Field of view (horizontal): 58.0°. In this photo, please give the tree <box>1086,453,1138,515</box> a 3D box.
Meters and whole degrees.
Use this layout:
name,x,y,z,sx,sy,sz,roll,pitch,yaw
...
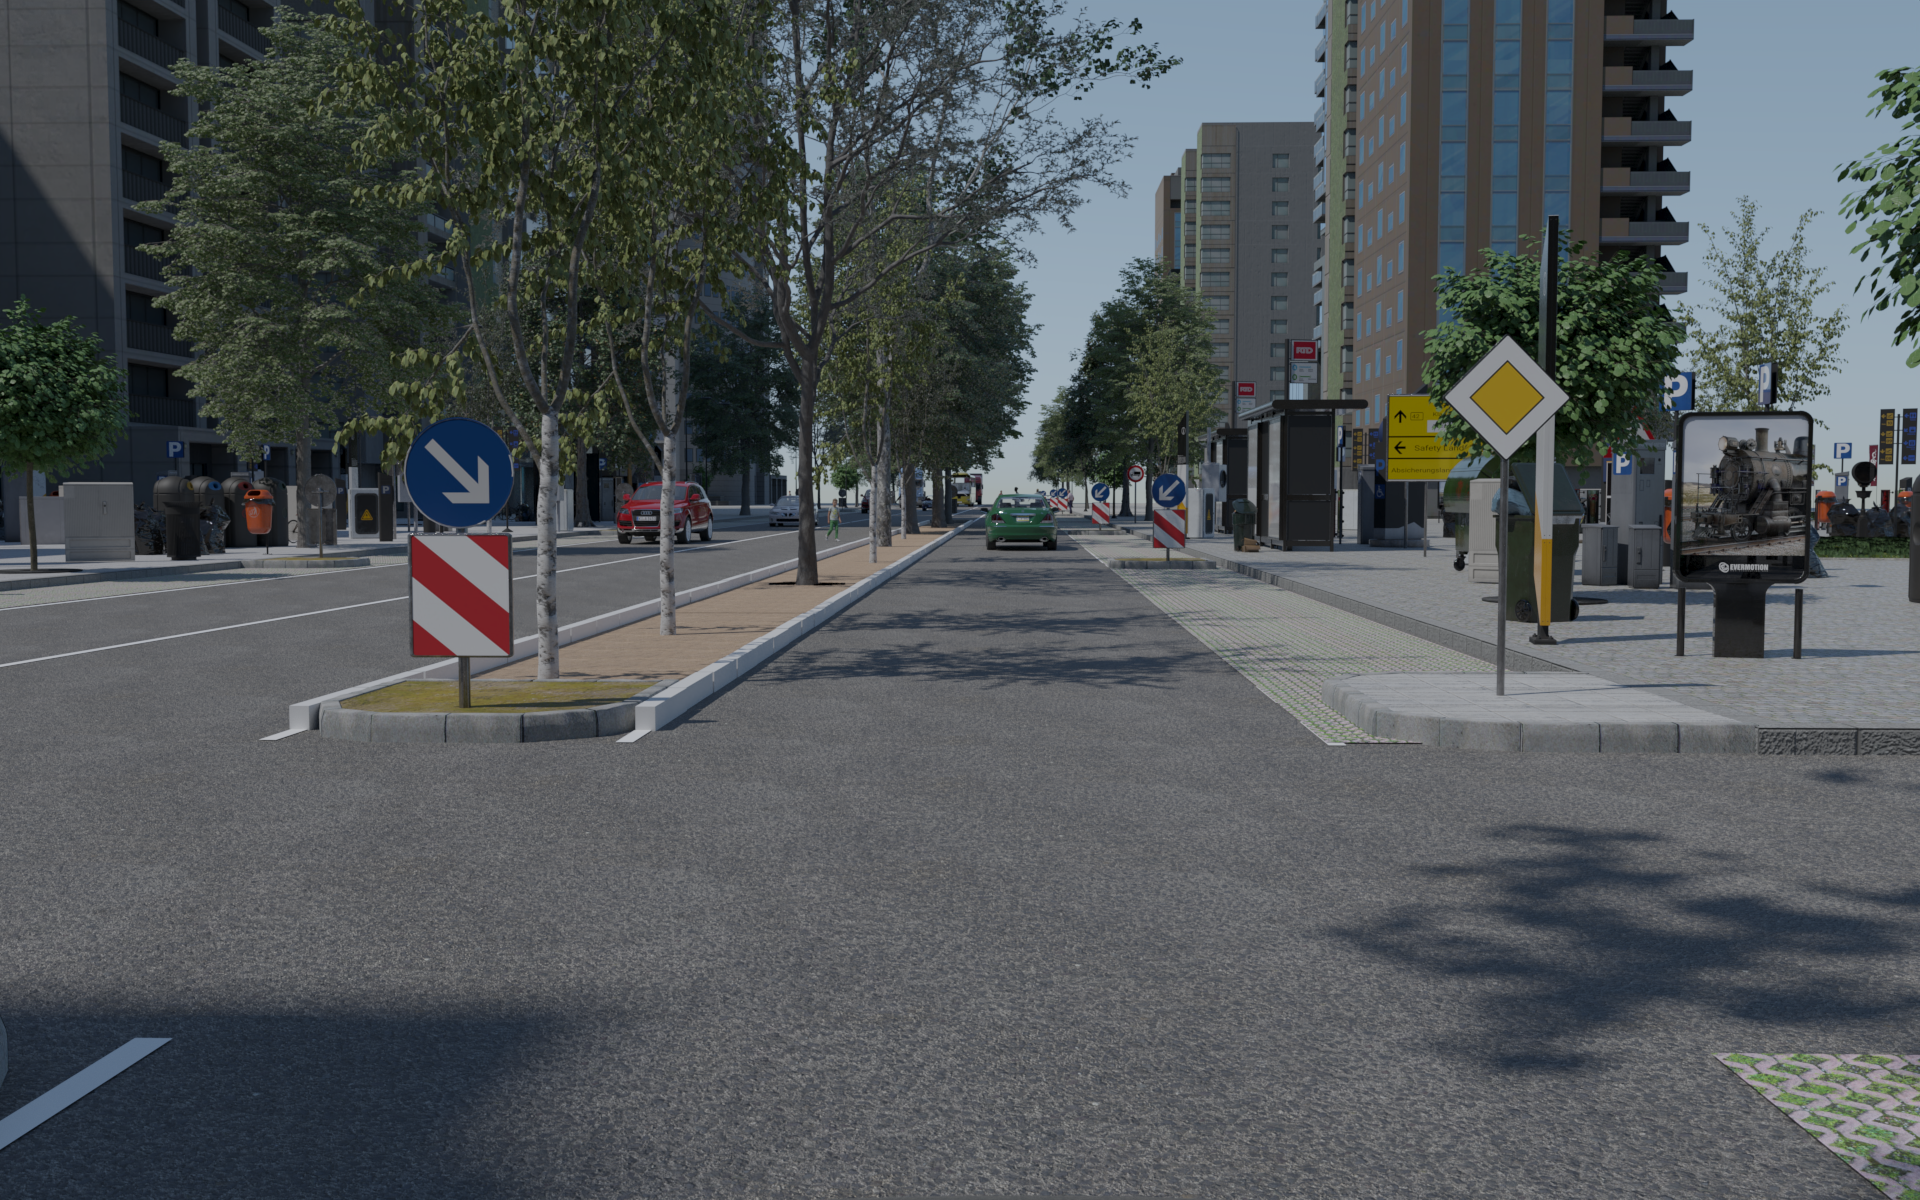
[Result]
name,x,y,z,sx,sy,sz,roll,pitch,yaw
tree,9.684,-7.632,108.502,4.285,4.588,4.351,0,3,0

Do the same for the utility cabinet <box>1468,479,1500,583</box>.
name,x,y,z,sx,sy,sz,roll,pitch,yaw
utility cabinet,7.855,-0.976,24.630,1.173,1.500,0.318,3,5,40

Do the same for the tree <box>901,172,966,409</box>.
name,x,y,z,sx,sy,sz,roll,pitch,yaw
tree,-1.826,-5.071,35.724,4.737,8.622,4.395,0,3,0

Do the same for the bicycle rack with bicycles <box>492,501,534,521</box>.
name,x,y,z,sx,sy,sz,roll,pitch,yaw
bicycle rack with bicycles,-21.877,-4.378,84.955,2.925,0.926,2.852,0,4,-2

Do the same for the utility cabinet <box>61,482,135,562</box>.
name,x,y,z,sx,sy,sz,roll,pitch,yaw
utility cabinet,-16.203,-1.463,32.606,1.173,1.500,0.318,-2,4,-27

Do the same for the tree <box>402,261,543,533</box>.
name,x,y,z,sx,sy,sz,roll,pitch,yaw
tree,-15.059,-6.359,54.340,4.360,8.622,3.978,0,3,0

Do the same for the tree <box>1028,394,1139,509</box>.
name,x,y,z,sx,sy,sz,roll,pitch,yaw
tree,10.961,-13.176,149.841,8.767,10.594,7.601,-1,4,-18

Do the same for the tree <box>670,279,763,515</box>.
name,x,y,z,sx,sy,sz,roll,pitch,yaw
tree,-12.969,-12.077,104.109,9.857,13.997,8.962,0,3,0

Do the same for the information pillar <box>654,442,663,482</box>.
name,x,y,z,sx,sy,sz,roll,pitch,yaw
information pillar,-13.553,-5.290,77.846,0.504,3.616,0.183,3,4,36

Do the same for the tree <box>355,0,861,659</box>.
name,x,y,z,sx,sy,sz,roll,pitch,yaw
tree,-2.984,-3.955,17.491,4.737,8.622,4.395,0,3,0

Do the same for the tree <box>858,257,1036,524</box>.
name,x,y,z,sx,sy,sz,roll,pitch,yaw
tree,-0.468,-9.858,81.758,7.486,12.596,7.792,0,3,0

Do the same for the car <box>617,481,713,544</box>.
name,x,y,z,sx,sy,sz,roll,pitch,yaw
car,-8.693,-2.612,51.376,2.281,1.827,5.304,0,4,3

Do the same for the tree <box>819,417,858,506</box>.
name,x,y,z,sx,sy,sz,roll,pitch,yaw
tree,-11.129,-16.042,180.405,7.486,12.596,7.792,0,3,0

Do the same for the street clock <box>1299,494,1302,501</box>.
name,x,y,z,sx,sy,sz,roll,pitch,yaw
street clock,10.399,-2.960,52.963,0.471,2.002,0.358,-1,4,-18

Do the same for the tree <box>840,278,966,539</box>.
name,x,y,z,sx,sy,sz,roll,pitch,yaw
tree,-1.774,-6.212,54.386,4.360,8.622,3.978,0,3,0

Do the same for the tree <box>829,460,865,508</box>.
name,x,y,z,sx,sy,sz,roll,pitch,yaw
tree,-10.758,-11.034,164.125,4.285,4.588,4.351,0,3,0

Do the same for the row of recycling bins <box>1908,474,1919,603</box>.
name,x,y,z,sx,sy,sz,roll,pitch,yaw
row of recycling bins,12.900,-0.777,19.825,3.534,1.692,1.069,1,4,21

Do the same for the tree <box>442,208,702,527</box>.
name,x,y,z,sx,sy,sz,roll,pitch,yaw
tree,-14.701,-9.172,66.972,9.611,12.733,9.660,0,3,0

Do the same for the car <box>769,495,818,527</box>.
name,x,y,z,sx,sy,sz,roll,pitch,yaw
car,-7.432,-3.996,77.695,2.083,1.381,4.827,0,4,1

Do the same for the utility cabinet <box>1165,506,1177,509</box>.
name,x,y,z,sx,sy,sz,roll,pitch,yaw
utility cabinet,10.043,-4.397,80.565,0.318,1.500,1.173,-3,4,-38

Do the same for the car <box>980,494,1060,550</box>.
name,x,y,z,sx,sy,sz,roll,pitch,yaw
car,1.592,-2.075,45.717,2.131,1.459,4.920,0,4,0

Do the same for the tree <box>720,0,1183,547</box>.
name,x,y,z,sx,sy,sz,roll,pitch,yaw
tree,-0.868,-11.437,45.349,12.611,20.169,13.585,0,3,0

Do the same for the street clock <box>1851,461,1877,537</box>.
name,x,y,z,sx,sy,sz,roll,pitch,yaw
street clock,19.964,-2.062,38.284,0.471,2.002,0.358,1,4,12

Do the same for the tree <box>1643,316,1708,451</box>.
name,x,y,z,sx,sy,sz,roll,pitch,yaw
tree,28.788,-7.450,72.169,4.360,8.622,3.978,0,3,0

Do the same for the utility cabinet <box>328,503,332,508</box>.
name,x,y,z,sx,sy,sz,roll,pitch,yaw
utility cabinet,-19.001,-2.595,51.111,0.318,1.500,1.173,1,4,13

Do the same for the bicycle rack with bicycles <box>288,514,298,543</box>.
name,x,y,z,sx,sy,sz,roll,pitch,yaw
bicycle rack with bicycles,-17.887,-1.969,45.576,2.852,0.926,2.925,1,4,8

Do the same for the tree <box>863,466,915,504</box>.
name,x,y,z,sx,sy,sz,roll,pitch,yaw
tree,-9.061,-19.412,234.397,9.611,12.733,9.660,0,3,0

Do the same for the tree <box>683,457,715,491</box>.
name,x,y,z,sx,sy,sz,roll,pitch,yaw
tree,-13.818,-5.923,91.445,1.663,3.219,1.824,0,3,0

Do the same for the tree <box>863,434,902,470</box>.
name,x,y,z,sx,sy,sz,roll,pitch,yaw
tree,-9.227,-16.346,201.675,8.767,10.594,7.601,2,4,29

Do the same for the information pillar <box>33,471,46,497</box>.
name,x,y,z,sx,sy,sz,roll,pitch,yaw
information pillar,-30.534,-4.033,57.294,0.183,3.616,0.504,3,5,41

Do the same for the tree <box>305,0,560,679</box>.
name,x,y,z,sx,sy,sz,roll,pitch,yaw
tree,-3.045,-3.660,12.663,4.737,8.622,4.395,0,3,0

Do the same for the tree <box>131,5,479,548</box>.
name,x,y,z,sx,sy,sz,roll,pitch,yaw
tree,-15.299,-7.498,40.719,7.486,12.596,7.792,0,3,0

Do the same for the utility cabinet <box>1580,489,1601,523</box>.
name,x,y,z,sx,sy,sz,roll,pitch,yaw
utility cabinet,27.504,-4.094,75.613,1.173,1.500,0.318,-1,4,-9

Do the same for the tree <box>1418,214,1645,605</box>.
name,x,y,z,sx,sy,sz,roll,pitch,yaw
tree,6.919,-2.247,20.453,4.285,4.588,4.351,0,3,0

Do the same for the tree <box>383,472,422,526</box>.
name,x,y,z,sx,sy,sz,roll,pitch,yaw
tree,-22.519,-4.671,70.979,1.663,3.219,1.824,0,3,0

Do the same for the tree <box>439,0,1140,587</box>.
name,x,y,z,sx,sy,sz,roll,pitch,yaw
tree,-2.423,-6.977,26.903,12.009,13.543,11.850,0,3,0

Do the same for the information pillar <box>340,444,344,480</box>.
name,x,y,z,sx,sy,sz,roll,pitch,yaw
information pillar,-26.002,-5.001,73.115,0.504,3.616,0.183,3,5,44

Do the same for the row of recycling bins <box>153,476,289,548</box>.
name,x,y,z,sx,sy,sz,roll,pitch,yaw
row of recycling bins,-17.625,-2.092,41.325,1.069,1.692,3.534,2,4,27

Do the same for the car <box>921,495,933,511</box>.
name,x,y,z,sx,sy,sz,roll,pitch,yaw
car,-2.302,-8.244,147.368,1.945,1.354,3.894,0,4,2

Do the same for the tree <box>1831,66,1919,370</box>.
name,x,y,z,sx,sy,sz,roll,pitch,yaw
tree,6.675,-1.584,9.607,4.285,4.588,4.351,0,3,0

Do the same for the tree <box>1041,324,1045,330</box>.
name,x,y,z,sx,sy,sz,roll,pitch,yaw
tree,-0.882,-10.022,72.970,9.857,13.997,8.962,0,3,0

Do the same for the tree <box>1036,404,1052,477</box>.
name,x,y,z,sx,sy,sz,roll,pitch,yaw
tree,11.215,-16.068,180.841,7.486,12.596,7.792,0,3,0

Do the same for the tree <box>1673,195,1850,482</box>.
name,x,y,z,sx,sy,sz,roll,pitch,yaw
tree,19.658,-5.622,42.289,4.737,8.622,4.395,0,3,0

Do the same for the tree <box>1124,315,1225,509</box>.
name,x,y,z,sx,sy,sz,roll,pitch,yaw
tree,8.505,-7.386,71.123,4.737,8.622,4.395,0,3,0

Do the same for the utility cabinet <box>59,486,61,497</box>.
name,x,y,z,sx,sy,sz,roll,pitch,yaw
utility cabinet,-23.481,-2.294,46.185,1.173,1.500,0.318,2,4,27

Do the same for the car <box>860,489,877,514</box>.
name,x,y,z,sx,sy,sz,roll,pitch,yaw
car,-6.245,-7.357,128.953,2.281,1.827,5.304,0,4,0

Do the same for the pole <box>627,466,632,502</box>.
name,x,y,z,sx,sy,sz,roll,pitch,yaw
pole,-14.602,-5.059,76.565,0.158,3.312,0.155,0,3,0

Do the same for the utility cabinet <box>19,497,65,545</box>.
name,x,y,z,sx,sy,sz,roll,pitch,yaw
utility cabinet,-23.280,-2.006,43.958,1.020,1.237,0.306,-2,4,-28

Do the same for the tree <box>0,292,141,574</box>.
name,x,y,z,sx,sy,sz,roll,pitch,yaw
tree,-15.293,-2.735,28.438,4.285,4.588,4.351,0,3,0

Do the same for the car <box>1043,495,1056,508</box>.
name,x,y,z,sx,sy,sz,roll,pitch,yaw
car,8.725,-9.751,172.002,1.945,1.354,3.894,0,4,3

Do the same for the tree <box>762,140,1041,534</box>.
name,x,y,z,sx,sy,sz,roll,pitch,yaw
tree,-1.766,-9.332,61.686,9.857,13.997,8.962,0,3,0

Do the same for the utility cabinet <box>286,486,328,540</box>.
name,x,y,z,sx,sy,sz,roll,pitch,yaw
utility cabinet,-18.169,-2.399,47.902,1.173,1.500,0.318,1,4,14

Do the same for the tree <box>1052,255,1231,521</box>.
name,x,y,z,sx,sy,sz,roll,pitch,yaw
tree,9.407,-10.073,82.813,7.486,12.596,7.792,0,3,0

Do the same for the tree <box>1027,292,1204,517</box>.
name,x,y,z,sx,sy,sz,roll,pitch,yaw
tree,9.569,-11.100,98.485,9.611,12.733,9.660,0,3,0
